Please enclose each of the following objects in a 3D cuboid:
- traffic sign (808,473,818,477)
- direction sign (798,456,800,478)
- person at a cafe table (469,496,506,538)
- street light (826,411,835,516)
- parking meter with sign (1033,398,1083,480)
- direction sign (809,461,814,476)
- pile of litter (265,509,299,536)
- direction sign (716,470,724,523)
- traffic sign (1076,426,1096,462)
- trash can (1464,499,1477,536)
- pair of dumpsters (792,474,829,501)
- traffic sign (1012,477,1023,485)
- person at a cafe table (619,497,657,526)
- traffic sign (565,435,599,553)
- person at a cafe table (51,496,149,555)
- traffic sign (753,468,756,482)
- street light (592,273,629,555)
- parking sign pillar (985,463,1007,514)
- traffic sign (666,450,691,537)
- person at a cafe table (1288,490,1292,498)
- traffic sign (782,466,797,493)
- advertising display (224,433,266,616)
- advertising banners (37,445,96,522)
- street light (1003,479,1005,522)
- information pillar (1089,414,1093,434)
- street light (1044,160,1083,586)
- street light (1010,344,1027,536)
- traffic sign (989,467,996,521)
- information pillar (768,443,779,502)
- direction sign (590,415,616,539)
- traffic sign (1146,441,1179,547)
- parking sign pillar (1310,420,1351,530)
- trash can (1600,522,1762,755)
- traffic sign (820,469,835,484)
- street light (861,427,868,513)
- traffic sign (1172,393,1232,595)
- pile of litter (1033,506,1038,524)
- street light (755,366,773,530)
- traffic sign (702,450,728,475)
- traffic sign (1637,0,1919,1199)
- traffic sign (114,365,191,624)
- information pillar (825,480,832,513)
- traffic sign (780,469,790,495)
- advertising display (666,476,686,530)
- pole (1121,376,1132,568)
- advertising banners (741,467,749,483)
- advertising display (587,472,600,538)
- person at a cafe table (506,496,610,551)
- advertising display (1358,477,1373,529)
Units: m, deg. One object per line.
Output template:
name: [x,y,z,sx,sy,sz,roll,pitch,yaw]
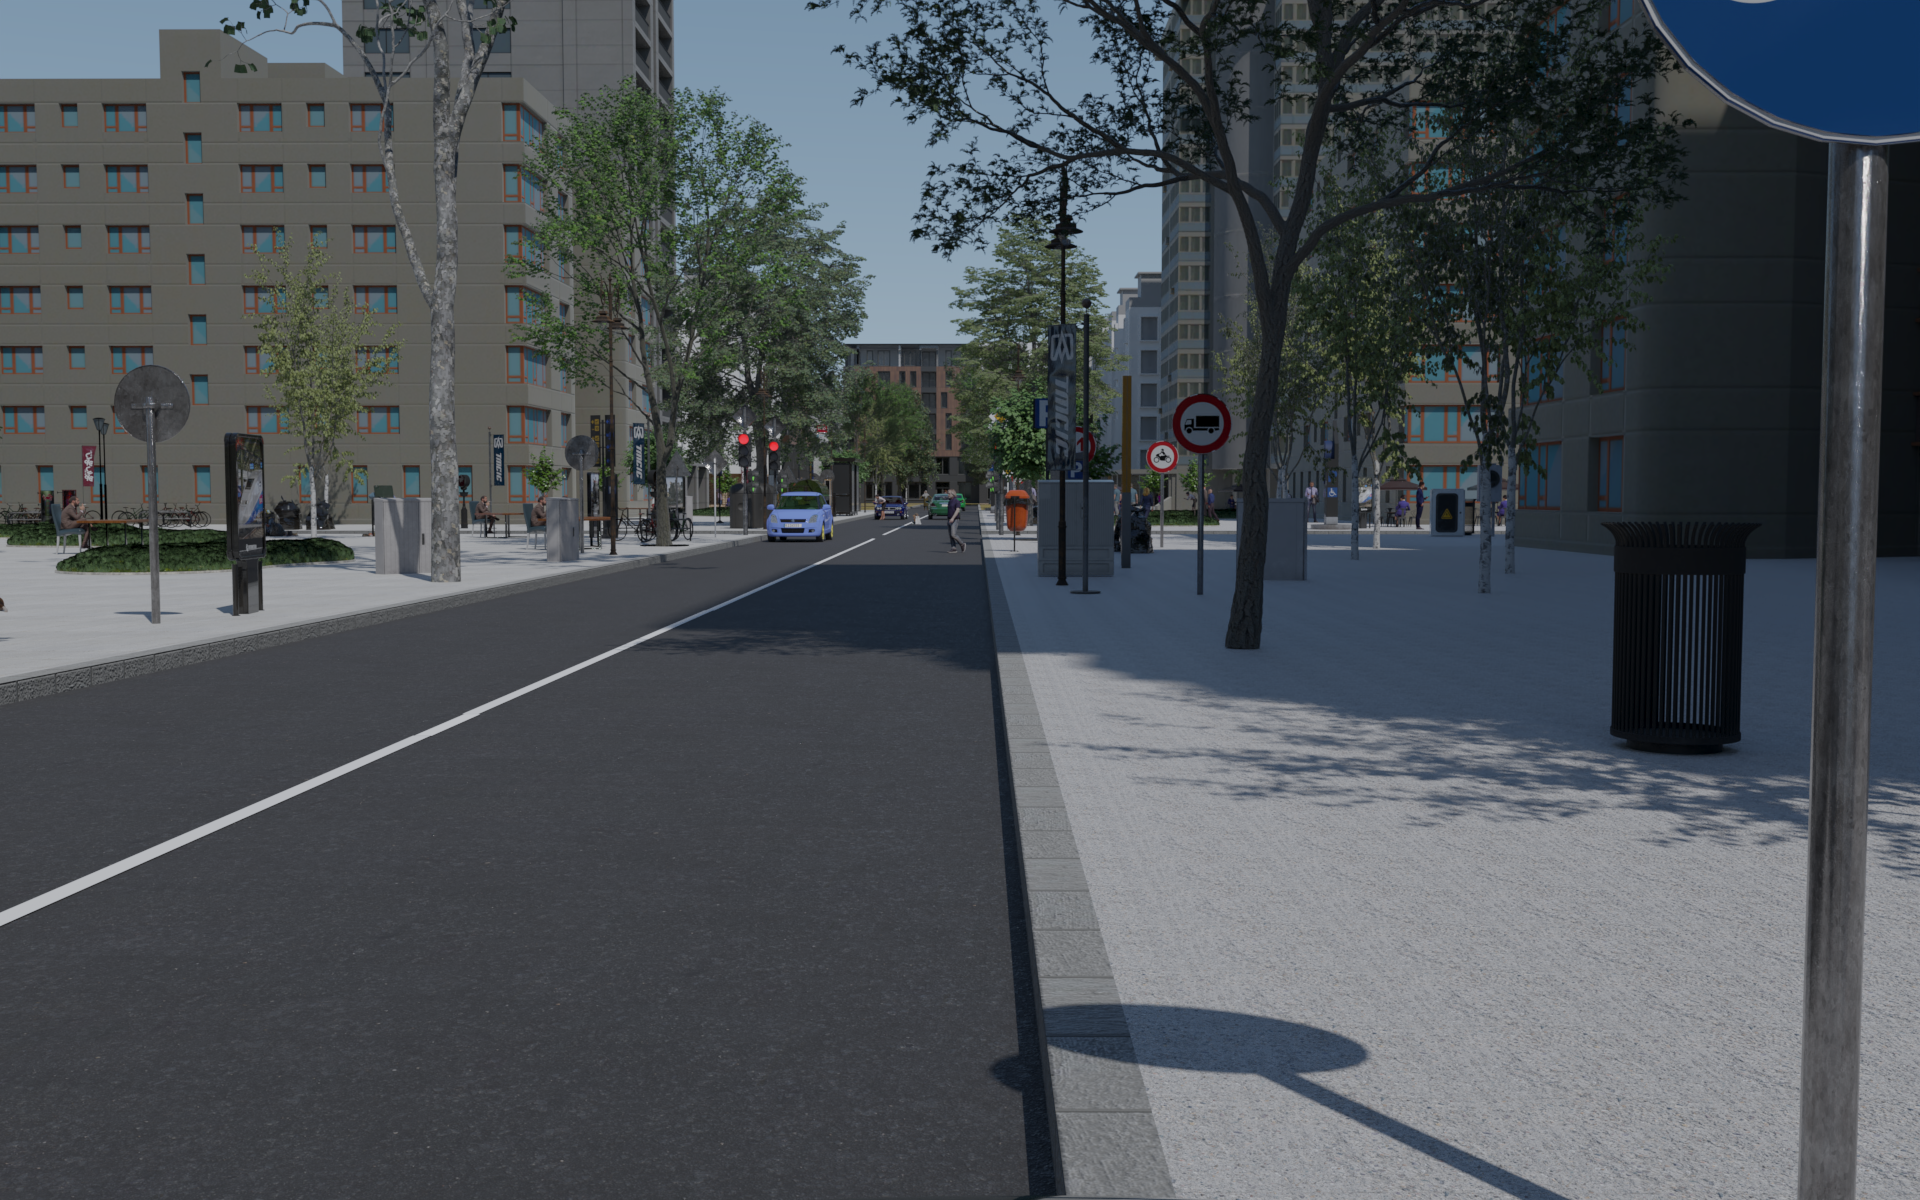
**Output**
traffic sign: [-8.825,-6.387,104.528,0.768,2.556,0.104,0,4,8]
direction sign: [-9.488,-6.735,102.121,0.379,3.537,0.876,-1,4,-9]
person at a cafe table: [-13.625,-2.455,51.001,1.726,1.238,1.698,2,4,24]
street light: [-6.765,-7.251,91.346,0.468,5.910,1.993,0,4,1]
parking meter with sign: [1.905,-2.116,30.866,0.543,3.016,1.738,-1,4,-22]
direction sign: [-8.734,-6.721,101.885,0.379,3.537,0.876,1,4,10]
pile of litter: [-20.951,-2.372,52.754,1.719,0.858,1.176,2,4,32]
direction sign: [-10.543,-5.135,75.954,0.379,3.537,0.876,0,4,5]
traffic sign: [2.177,-1.981,32.500,0.768,2.556,0.104,1,4,10]
trash can: [15.673,-2.577,53.790,0.748,1.137,0.748,0,3,0]
pair of dumpsters: [-7.293,-5.000,84.239,1.574,2.255,4.437,0,4,1]
traffic sign: [3.148,-5.741,93.976,0.768,2.556,0.104,0,4,8]
person at a cafe table: [-12.385,-3.565,69.151,1.726,1.238,1.698,3,4,38]
traffic sign: [-8.180,-2.283,37.435,0.768,2.556,0.104,1,4,8]
person at a cafe table: [-18.423,-1.600,37.017,1.726,1.238,1.698,0,4,-7]
traffic sign: [-9.672,-5.082,83.199,0.768,2.556,0.104,0,4,3]
street light: [-7.313,-3.888,36.356,0.468,5.910,1.993,0,4,1]
parking sign pillar: [2.717,-7.714,114.594,1.447,3.967,1.447,1,4,16]
traffic sign: [-8.395,-3.139,51.327,0.884,2.594,0.081,1,4,10]
person at a cafe table: [17.463,-5.234,94.090,1.622,1.524,1.698,1,4,18]
traffic sign: [-7.889,-4.851,79.322,0.884,2.594,0.081,1,4,9]
advertising display: [-7.666,-0.819,18.606,0.123,1.923,0.974,0,4,-6]
advertising banners: [-31.847,-4.016,61.847,0.090,3.025,2.074,3,5,40]
street light: [1.964,-6.505,79.141,0.468,5.910,1.993,0,4,1]
information pillar: [3.649,-3.616,50.474,0.504,3.616,0.183,1,4,15]
street light: [1.435,-3.142,24.167,0.468,5.910,1.993,0,4,1]
street light: [1.793,-4.931,53.408,0.468,5.910,1.993,0,4,1]
traffic sign: [1.659,-4.948,81.005,0.768,2.556,0.104,0,4,3]
information pillar: [-8.228,-5.194,76.279,0.504,3.616,0.183,-3,4,-39]
direction sign: [-10.219,-3.525,49.627,0.876,3.537,0.379,2,4,28]
traffic sign: [4.850,-2.534,41.545,0.768,2.556,0.104,0,4,7]
parking sign pillar: [13.455,-4.542,62.739,1.447,3.967,1.447,1,4,8]
trash can: [3.605,0.180,8.706,0.748,1.137,0.748,0,3,0]
traffic sign: [-6.832,-5.440,89.056,0.768,2.556,0.104,1,4,10]
street light: [-6.583,-8.998,119.907,0.468,5.910,1.993,0,4,1]
traffic sign: [3.062,-1.340,22.008,0.768,2.556,0.104,0,4,1]
pile of litter: [3.107,-3.661,73.829,1.176,0.858,1.719,-1,4,-9]
street light: [-7.035,-5.476,62.316,0.468,5.910,1.993,0,4,1]
traffic sign: [-7.251,-3.147,51.192,0.795,2.593,0.064,0,4,8]
traffic sign: [1.326,-0.152,2.586,0.768,2.556,0.104,0,4,2]
traffic sign: [-7.960,-1.038,17.074,0.768,2.556,0.104,0,4,3]
information pillar: [-6.746,-5.148,88.662,0.304,2.012,0.304,1,4,9]
traffic sign: [-9.094,-5.402,88.324,0.884,2.594,0.081,0,4,4]
advertising display: [-10.282,-3.494,62.340,0.974,1.923,0.123,2,4,33]
pole: [2.874,-2.207,29.931,0.158,3.312,0.155,0,3,0]
advertising banners: [-9.406,-5.159,80.541,2.074,3.025,0.090,-3,5,-41]
advertising display: [-10.860,-2.820,51.317,0.123,1.923,0.974,0,4,3]
person at a cafe table: [-9.174,-1.773,39.845,1.726,1.238,1.698,1,4,15]
advertising display: [14.966,-3.613,64.286,0.974,1.923,0.123,-3,5,-41]
